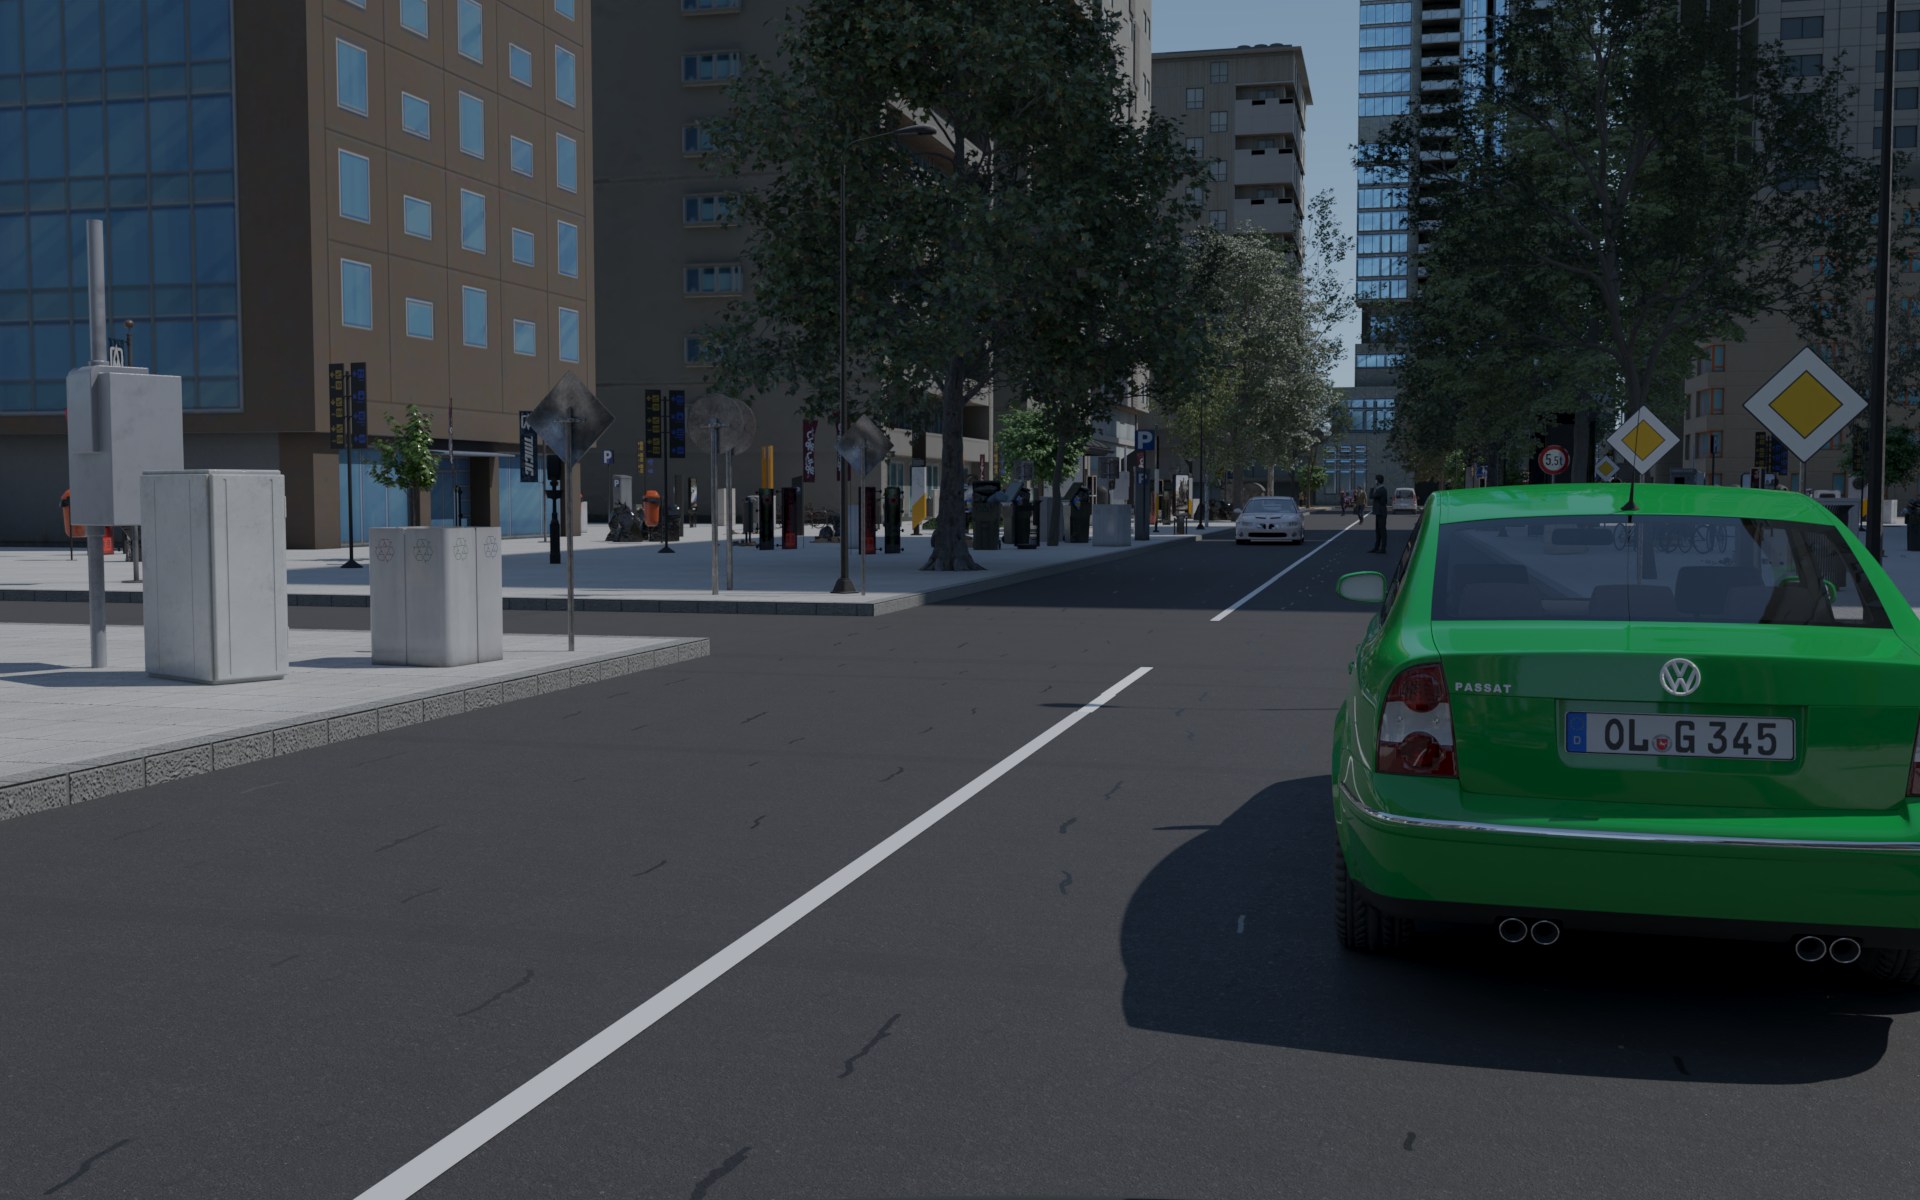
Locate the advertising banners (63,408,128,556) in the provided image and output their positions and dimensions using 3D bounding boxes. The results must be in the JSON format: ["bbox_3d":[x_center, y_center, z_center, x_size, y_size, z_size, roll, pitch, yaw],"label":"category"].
[{"bbox_3d":[-17.983,-2.458,36.382,0.090,3.025,2.074,1,4,16],"label":"advertising banners"}]

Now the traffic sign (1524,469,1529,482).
[{"bbox_3d":[28.572,-5.354,87.641,0.768,2.556,0.104,1,4,23],"label":"traffic sign"}]

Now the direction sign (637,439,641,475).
[{"bbox_3d":[-12.953,-4.850,71.289,0.379,3.537,0.876,2,4,35],"label":"direction sign"}]

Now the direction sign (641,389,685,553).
[{"bbox_3d":[-6.404,-2.794,37.683,0.876,3.537,0.379,-2,4,-25],"label":"direction sign"}]

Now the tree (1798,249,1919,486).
[{"bbox_3d":[27.844,-6.288,53.169,4.360,8.622,3.978,0,3,0],"label":"tree"}]

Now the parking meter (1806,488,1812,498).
[{"bbox_3d":[36.952,-4.106,75.544,0.372,1.533,0.369,0,3,0],"label":"parking meter"}]

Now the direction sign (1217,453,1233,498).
[{"bbox_3d":[13.653,-5.938,89.078,0.876,3.537,0.379,1,4,18],"label":"direction sign"}]

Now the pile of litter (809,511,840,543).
[{"bbox_3d":[-3.100,-1.945,45.772,1.719,0.858,1.176,0,4,3],"label":"pile of litter"}]

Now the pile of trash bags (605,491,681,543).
[{"bbox_3d":[-8.412,-2.239,46.363,1.912,1.369,3.447,-1,4,-17],"label":"pile of trash bags"}]

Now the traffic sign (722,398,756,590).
[{"bbox_3d":[-3.072,-1.403,23.037,0.768,2.556,0.104,1,4,20],"label":"traffic sign"}]

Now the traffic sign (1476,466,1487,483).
[{"bbox_3d":[23.684,-4.779,78.241,0.768,2.556,0.104,1,4,16],"label":"traffic sign"}]

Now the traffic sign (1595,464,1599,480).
[{"bbox_3d":[25.957,-4.358,71.366,0.768,2.556,0.104,1,4,16],"label":"traffic sign"}]

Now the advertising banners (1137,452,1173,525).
[{"bbox_3d":[8.100,-4.648,72.189,0.090,3.025,2.074,-3,4,-39],"label":"advertising banners"}]

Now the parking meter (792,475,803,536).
[{"bbox_3d":[-5.002,-2.909,53.273,0.399,1.863,0.255,0,4,1],"label":"parking meter"}]

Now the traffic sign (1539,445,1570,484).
[{"bbox_3d":[15.489,-2.759,45.215,0.768,2.556,0.104,1,4,18],"label":"traffic sign"}]

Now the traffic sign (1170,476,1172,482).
[{"bbox_3d":[11.867,-5.796,94.868,0.768,2.556,0.104,1,4,22],"label":"traffic sign"}]

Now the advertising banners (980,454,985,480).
[{"bbox_3d":[0.660,-4.913,76.512,0.090,3.025,2.074,-2,4,-24],"label":"advertising banners"}]

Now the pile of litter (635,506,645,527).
[{"bbox_3d":[-11.419,-3.032,63.541,1.176,0.858,1.719,1,4,18],"label":"pile of litter"}]

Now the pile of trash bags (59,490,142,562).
[{"bbox_3d":[-15.707,-1.453,33.501,3.447,1.369,1.912,0,4,3],"label":"pile of trash bags"}]

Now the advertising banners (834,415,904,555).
[{"bbox_3d":[-1.947,-2.480,36.728,0.090,3.025,2.074,3,5,43],"label":"advertising banners"}]

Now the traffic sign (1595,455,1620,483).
[{"bbox_3d":[19.195,-3.079,51.525,0.795,2.450,0.064,1,4,16],"label":"traffic sign"}]

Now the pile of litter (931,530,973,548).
[{"bbox_3d":[-0.087,-1.701,41.775,1.176,0.858,1.719,2,4,34],"label":"pile of litter"}]

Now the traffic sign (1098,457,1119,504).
[{"bbox_3d":[4.097,-2.796,47.850,0.606,2.300,0.079,1,4,20],"label":"traffic sign"}]

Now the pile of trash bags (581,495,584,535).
[{"bbox_3d":[-13.233,-2.757,54.833,3.447,1.369,1.912,2,4,33],"label":"pile of trash bags"}]

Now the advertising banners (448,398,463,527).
[{"bbox_3d":[-9.025,-2.128,30.977,0.090,3.025,2.074,-1,4,-20],"label":"advertising banners"}]

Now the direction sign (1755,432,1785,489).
[{"bbox_3d":[29.330,-4.338,62.916,0.876,3.537,0.379,2,4,32],"label":"direction sign"}]

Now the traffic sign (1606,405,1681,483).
[{"bbox_3d":[7.693,-0.974,19.567,0.795,2.450,0.064,1,4,14],"label":"traffic sign"}]

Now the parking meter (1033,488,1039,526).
[{"bbox_3d":[3.168,-3.808,70.669,0.372,1.533,0.369,0,3,0],"label":"parking meter"}]

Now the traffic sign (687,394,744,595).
[{"bbox_3d":[-3.116,-1.338,21.981,0.768,2.556,0.104,1,4,15],"label":"traffic sign"}]

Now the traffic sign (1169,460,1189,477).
[{"bbox_3d":[8.055,-3.900,63.875,0.768,2.556,0.104,1,4,19],"label":"traffic sign"}]

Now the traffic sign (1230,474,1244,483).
[{"bbox_3d":[14.521,-5.558,90.985,0.768,2.556,0.104,1,4,19],"label":"traffic sign"}]

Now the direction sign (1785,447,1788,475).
[{"bbox_3d":[34.329,-4.947,72.877,0.876,3.537,0.379,2,4,33],"label":"direction sign"}]

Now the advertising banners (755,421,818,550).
[{"bbox_3d":[-3.982,-2.688,40.140,0.090,3.025,2.074,3,4,38],"label":"advertising banners"}]

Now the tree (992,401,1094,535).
[{"bbox_3d":[2.676,-4.391,55.503,4.285,4.588,4.351,0,3,0],"label":"tree"}]

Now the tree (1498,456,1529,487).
[{"bbox_3d":[21.622,-4.489,67.990,1.663,3.219,1.824,0,3,0],"label":"tree"}]

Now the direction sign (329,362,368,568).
[{"bbox_3d":[-10.571,-2.324,29.989,0.876,3.537,0.379,2,4,28],"label":"direction sign"}]

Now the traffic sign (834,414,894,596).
[{"bbox_3d":[-1.218,-1.112,21.827,0.795,2.450,0.064,1,4,14],"label":"traffic sign"}]

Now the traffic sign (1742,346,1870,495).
[{"bbox_3d":[5.740,-0.500,11.824,0.795,2.450,0.064,1,4,14],"label":"traffic sign"}]

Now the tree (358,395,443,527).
[{"bbox_3d":[-10.624,-2.403,33.894,1.663,3.219,1.824,0,3,0],"label":"tree"}]

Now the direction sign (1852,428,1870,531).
[{"bbox_3d":[30.975,-4.124,59.428,0.876,3.537,0.379,-1,4,-17],"label":"direction sign"}]

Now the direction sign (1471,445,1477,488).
[{"bbox_3d":[23.626,-5.363,79.682,0.379,3.537,0.876,2,4,32],"label":"direction sign"}]

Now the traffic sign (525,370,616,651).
[{"bbox_3d":[-3.171,-0.639,14.084,0.795,2.450,0.064,1,4,14],"label":"traffic sign"}]

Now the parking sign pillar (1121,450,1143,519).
[{"bbox_3d":[9.069,-6.242,90.534,1.447,3.967,1.447,1,4,13],"label":"parking sign pillar"}]

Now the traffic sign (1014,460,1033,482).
[{"bbox_3d":[1.894,-3.051,52.019,0.606,2.300,0.079,1,4,20],"label":"traffic sign"}]

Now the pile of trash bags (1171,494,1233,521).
[{"bbox_3d":[11.860,-4.540,83.986,3.447,1.369,1.912,-1,4,-9],"label":"pile of trash bags"}]

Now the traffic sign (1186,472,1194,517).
[{"bbox_3d":[11.728,-5.475,89.620,0.768,2.556,0.104,1,4,17],"label":"traffic sign"}]

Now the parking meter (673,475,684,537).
[{"bbox_3d":[-8.450,-2.830,51.987,0.255,1.863,0.399,-1,4,-16],"label":"parking meter"}]

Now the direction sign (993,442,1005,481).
[{"bbox_3d":[1.624,-4.927,72.549,0.379,3.537,0.876,2,4,34],"label":"direction sign"}]

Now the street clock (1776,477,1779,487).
[{"bbox_3d":[33.088,-4.041,70.635,0.358,2.002,0.471,-3,4,-36],"label":"street clock"}]

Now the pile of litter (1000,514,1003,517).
[{"bbox_3d":[2.153,-4.325,84.685,1.719,0.858,1.176,-1,4,-14],"label":"pile of litter"}]
